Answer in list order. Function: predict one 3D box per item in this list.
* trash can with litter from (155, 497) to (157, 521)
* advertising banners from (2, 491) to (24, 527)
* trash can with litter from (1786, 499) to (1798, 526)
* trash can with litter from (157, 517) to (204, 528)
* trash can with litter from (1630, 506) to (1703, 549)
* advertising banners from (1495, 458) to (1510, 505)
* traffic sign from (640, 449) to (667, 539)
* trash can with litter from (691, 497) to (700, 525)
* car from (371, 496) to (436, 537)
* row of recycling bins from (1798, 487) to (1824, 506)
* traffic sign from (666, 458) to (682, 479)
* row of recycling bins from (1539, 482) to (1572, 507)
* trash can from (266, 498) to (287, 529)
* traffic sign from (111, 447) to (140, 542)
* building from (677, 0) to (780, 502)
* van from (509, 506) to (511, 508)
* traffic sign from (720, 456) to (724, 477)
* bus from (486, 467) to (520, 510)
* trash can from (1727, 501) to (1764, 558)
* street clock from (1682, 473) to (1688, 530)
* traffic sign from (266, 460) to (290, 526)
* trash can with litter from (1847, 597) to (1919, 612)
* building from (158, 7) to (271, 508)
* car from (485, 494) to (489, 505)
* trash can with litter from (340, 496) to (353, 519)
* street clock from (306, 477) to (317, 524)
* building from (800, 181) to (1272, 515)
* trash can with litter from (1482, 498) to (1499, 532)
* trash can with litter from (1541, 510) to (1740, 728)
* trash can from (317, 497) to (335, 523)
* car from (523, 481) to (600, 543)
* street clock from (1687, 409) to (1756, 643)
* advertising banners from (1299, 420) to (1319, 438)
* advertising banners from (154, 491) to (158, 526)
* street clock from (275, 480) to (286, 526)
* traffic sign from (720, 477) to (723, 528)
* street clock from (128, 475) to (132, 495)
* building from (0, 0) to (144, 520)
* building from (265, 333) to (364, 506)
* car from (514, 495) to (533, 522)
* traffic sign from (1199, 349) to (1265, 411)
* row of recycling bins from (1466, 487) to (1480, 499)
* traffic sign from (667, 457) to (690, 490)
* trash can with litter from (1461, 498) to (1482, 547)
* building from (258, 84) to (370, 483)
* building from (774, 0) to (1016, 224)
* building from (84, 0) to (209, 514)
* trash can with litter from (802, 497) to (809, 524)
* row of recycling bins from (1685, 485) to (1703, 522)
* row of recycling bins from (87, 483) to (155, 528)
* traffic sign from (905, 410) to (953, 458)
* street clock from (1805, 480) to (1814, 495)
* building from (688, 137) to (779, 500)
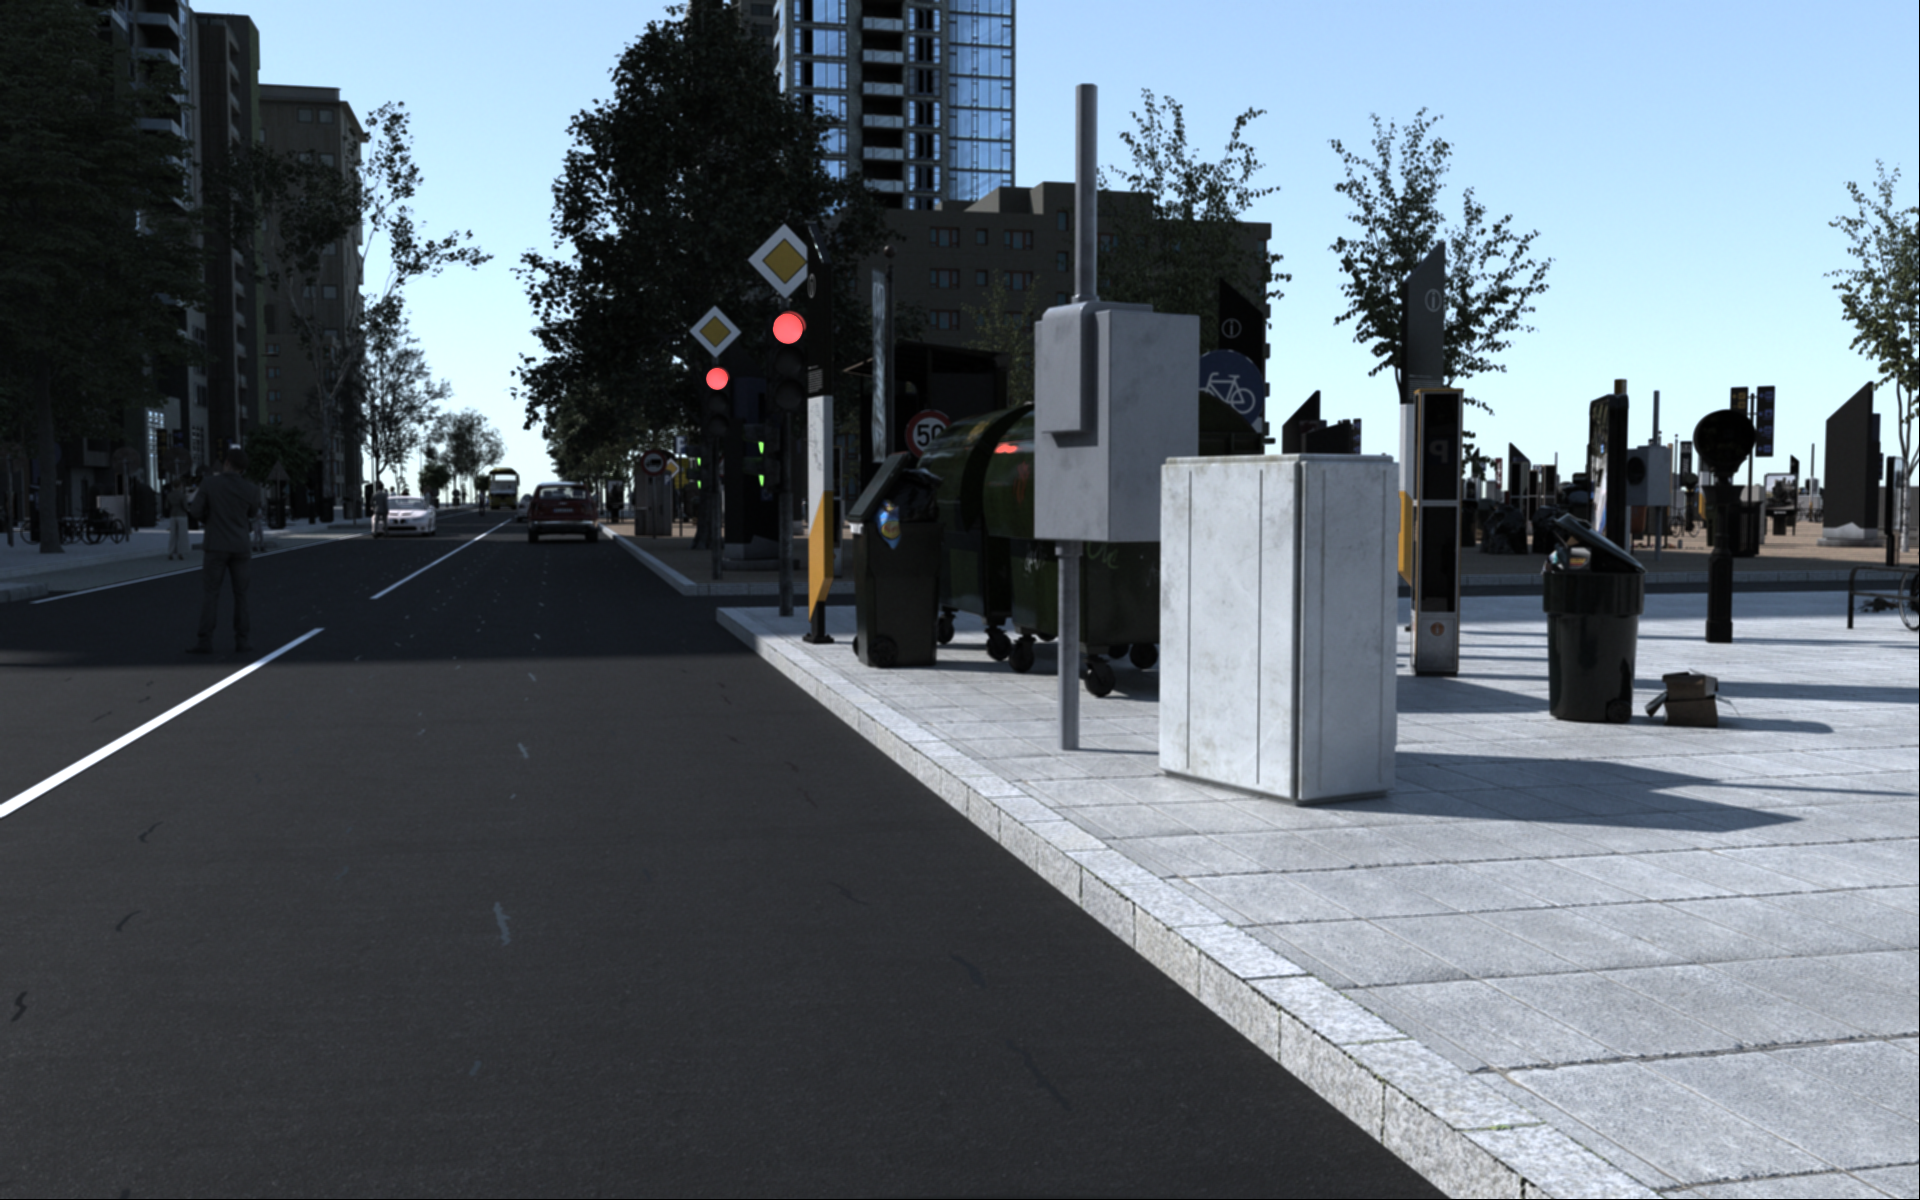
[{"bbox_3d":[-38.671,-4.359,82.329,2.233,1.210,1.678,1,4,19],"label":"trash can with litter"},{"bbox_3d":[-36.760,-4.420,68.452,0.090,3.025,2.074,3,5,40],"label":"advertising banners"},{"bbox_3d":[32.824,-3.503,68.665,0.624,1.170,1.055,1,4,19],"label":"trash can with litter"},{"bbox_3d":[-28.761,-3.317,65.288,2.233,1.210,1.678,-3,5,-40],"label":"trash can with litter"},{"bbox_3d":[16.390,-1.848,41.280,1.678,1.210,2.233,-2,4,-27],"label":"trash can with litter"},{"bbox_3d":[26.345,-5.318,83.138,0.090,3.025,2.074,-1,4,-22],"label":"advertising banners"},{"bbox_3d":[-8.727,-3.015,49.397,0.768,2.556,0.104,0,4,-6],"label":"traffic sign"},{"bbox_3d":[-10.790,-3.677,71.504,0.624,1.170,1.055,0,4,-6],"label":"trash can with litter"},{"bbox_3d":[-18.983,-2.866,59.215,2.083,1.381,4.827,-1,4,-13],"label":"car"},{"bbox_3d":[51.631,-5.994,105.119,1.069,1.692,3.534,0,4,8],"label":"row of recycling bins"},{"bbox_3d":[-10.396,-3.836,62.458,0.795,2.593,0.064,0,4,-4],"label":"traffic sign"},{"bbox_3d":[20.751,-3.130,58.290,3.534,1.692,1.069,-2,4,-24],"label":"row of recycling bins"},{"bbox_3d":[-25.002,-3.163,63.371,0.748,1.137,0.748,0,3,0],"label":"trash can"},{"bbox_3d":[-22.449,-2.845,46.621,0.768,2.556,0.104,0,4,-4],"label":"traffic sign"},{"bbox_3d":[-30.561,-49.573,248.772,20.563,71.187,20.611,-1,4,-13],"label":"building"},{"bbox_3d":[-47.744,-10.648,181.107,2.013,2.044,4.112,-1,4,-14],"label":"van"},{"bbox_3d":[-7.296,-3.286,53.729,0.884,2.594,0.081,0,4,-6],"label":"traffic sign"},{"bbox_3d":[-42.632,-10.432,162.107,2.896,3.916,12.252,-1,4,-13],"label":"bus"},{"bbox_3d":[15.891,-1.436,35.134,0.748,1.137,0.748,0,3,0],"label":"trash can"},{"bbox_3d":[25.066,-3.360,59.506,0.471,2.002,0.358,0,4,-7],"label":"street clock"},{"bbox_3d":[-25.937,-4.031,65.910,0.884,2.594,0.081,-1,4,-12],"label":"traffic sign"},{"bbox_3d":[10.726,-0.514,19.468,2.233,1.210,1.678,-2,4,-26],"label":"trash can with litter"},{"bbox_3d":[-65.620,-28.044,142.110,14.154,41.232,14.086,-1,4,-13],"label":"building"},{"bbox_3d":[-60.458,-13.124,224.168,1.945,1.707,3.694,-1,4,-15],"label":"car"},{"bbox_3d":[-31.023,-4.672,87.767,0.624,1.170,1.055,-1,4,-12],"label":"trash can with litter"},{"bbox_3d":[-27.796,-4.262,74.247,0.471,2.002,0.358,2,4,33],"label":"street clock"},{"bbox_3d":[3.080,-16.914,121.583,27.650,21.520,28.899,-1,4,-13],"label":"building"},{"bbox_3d":[14.479,-2.221,47.700,0.624,1.170,1.055,1,4,23],"label":"trash can with litter"},{"bbox_3d":[3.844,0.096,9.826,1.055,1.170,0.624,1,4,19],"label":"trash can with litter"},{"bbox_3d":[-28.504,-4.053,77.920,0.748,1.137,0.748,0,3,0],"label":"trash can"},{"bbox_3d":[-12.073,-2.685,52.567,2.281,1.827,5.304,-1,4,-14],"label":"car"},{"bbox_3d":[6.569,-0.634,14.934,0.471,2.002,0.358,1,4,15],"label":"street clock"},{"bbox_3d":[8.851,-2.710,40.490,2.074,3.025,0.090,3,4,38],"label":"advertising banners"},{"bbox_3d":[-33.142,-4.498,69.736,2.074,3.025,0.090,1,4,22],"label":"advertising banners"},{"bbox_3d":[-26.696,-3.885,68.093,0.358,2.002,0.471,1,4,8],"label":"street clock"},{"bbox_3d":[-9.111,-4.039,66.137,0.768,2.556,0.104,-1,4,-10],"label":"traffic sign"},{"bbox_3d":[-31.051,-3.662,64.443,0.471,2.002,0.358,1,4,9],"label":"street clock"},{"bbox_3d":[-55.813,-19.970,98.211,14.160,30.474,14.107,-1,4,-13],"label":"building"},{"bbox_3d":[-85.072,-21.701,199.858,27.650,21.520,28.899,-1,4,-13],"label":"building"},{"bbox_3d":[-22.054,-4.742,89.889,2.083,1.381,4.827,-1,4,-14],"label":"car"},{"bbox_3d":[2.309,-0.932,15.345,0.768,2.556,0.104,-1,4,-9],"label":"traffic sign"},{"bbox_3d":[28.808,-5.573,98.237,1.069,1.692,3.534,1,4,9],"label":"row of recycling bins"},{"bbox_3d":[-16.164,-6.262,96.250,2.265,3.308,0.079,0,4,-6],"label":"traffic sign"},{"bbox_3d":[12.315,-1.893,42.342,0.624,1.170,1.055,1,4,11],"label":"trash can with litter"},{"bbox_3d":[-92.948,-38.946,226.011,28.713,52.752,27.495,-1,4,-13],"label":"building"},{"bbox_3d":[-7.453,-51.110,148.327,22.319,86.520,31.000,-1,4,-13],"label":"building"},{"bbox_3d":[-64.876,-49.228,117.553,22.319,86.520,31.000,-1,4,-13],"label":"building"},{"bbox_3d":[-6.181,-3.781,73.210,0.624,1.170,1.055,2,4,24],"label":"trash can with litter"},{"bbox_3d":[34.911,-4.522,81.052,1.069,1.692,3.534,0,4,5],"label":"row of recycling bins"},{"bbox_3d":[-32.662,-3.684,67.351,3.534,1.692,1.069,2,4,30],"label":"row of recycling bins"},{"bbox_3d":[-0.452,-1.604,26.336,0.768,2.556,0.104,0,4,-7],"label":"traffic sign"},{"bbox_3d":[43.385,-5.132,88.477,0.471,2.002,0.358,-3,5,-41],"label":"street clock"},{"bbox_3d":[-21.273,-38.972,226.435,28.713,52.752,27.495,-1,4,-13],"label":"building"}]
